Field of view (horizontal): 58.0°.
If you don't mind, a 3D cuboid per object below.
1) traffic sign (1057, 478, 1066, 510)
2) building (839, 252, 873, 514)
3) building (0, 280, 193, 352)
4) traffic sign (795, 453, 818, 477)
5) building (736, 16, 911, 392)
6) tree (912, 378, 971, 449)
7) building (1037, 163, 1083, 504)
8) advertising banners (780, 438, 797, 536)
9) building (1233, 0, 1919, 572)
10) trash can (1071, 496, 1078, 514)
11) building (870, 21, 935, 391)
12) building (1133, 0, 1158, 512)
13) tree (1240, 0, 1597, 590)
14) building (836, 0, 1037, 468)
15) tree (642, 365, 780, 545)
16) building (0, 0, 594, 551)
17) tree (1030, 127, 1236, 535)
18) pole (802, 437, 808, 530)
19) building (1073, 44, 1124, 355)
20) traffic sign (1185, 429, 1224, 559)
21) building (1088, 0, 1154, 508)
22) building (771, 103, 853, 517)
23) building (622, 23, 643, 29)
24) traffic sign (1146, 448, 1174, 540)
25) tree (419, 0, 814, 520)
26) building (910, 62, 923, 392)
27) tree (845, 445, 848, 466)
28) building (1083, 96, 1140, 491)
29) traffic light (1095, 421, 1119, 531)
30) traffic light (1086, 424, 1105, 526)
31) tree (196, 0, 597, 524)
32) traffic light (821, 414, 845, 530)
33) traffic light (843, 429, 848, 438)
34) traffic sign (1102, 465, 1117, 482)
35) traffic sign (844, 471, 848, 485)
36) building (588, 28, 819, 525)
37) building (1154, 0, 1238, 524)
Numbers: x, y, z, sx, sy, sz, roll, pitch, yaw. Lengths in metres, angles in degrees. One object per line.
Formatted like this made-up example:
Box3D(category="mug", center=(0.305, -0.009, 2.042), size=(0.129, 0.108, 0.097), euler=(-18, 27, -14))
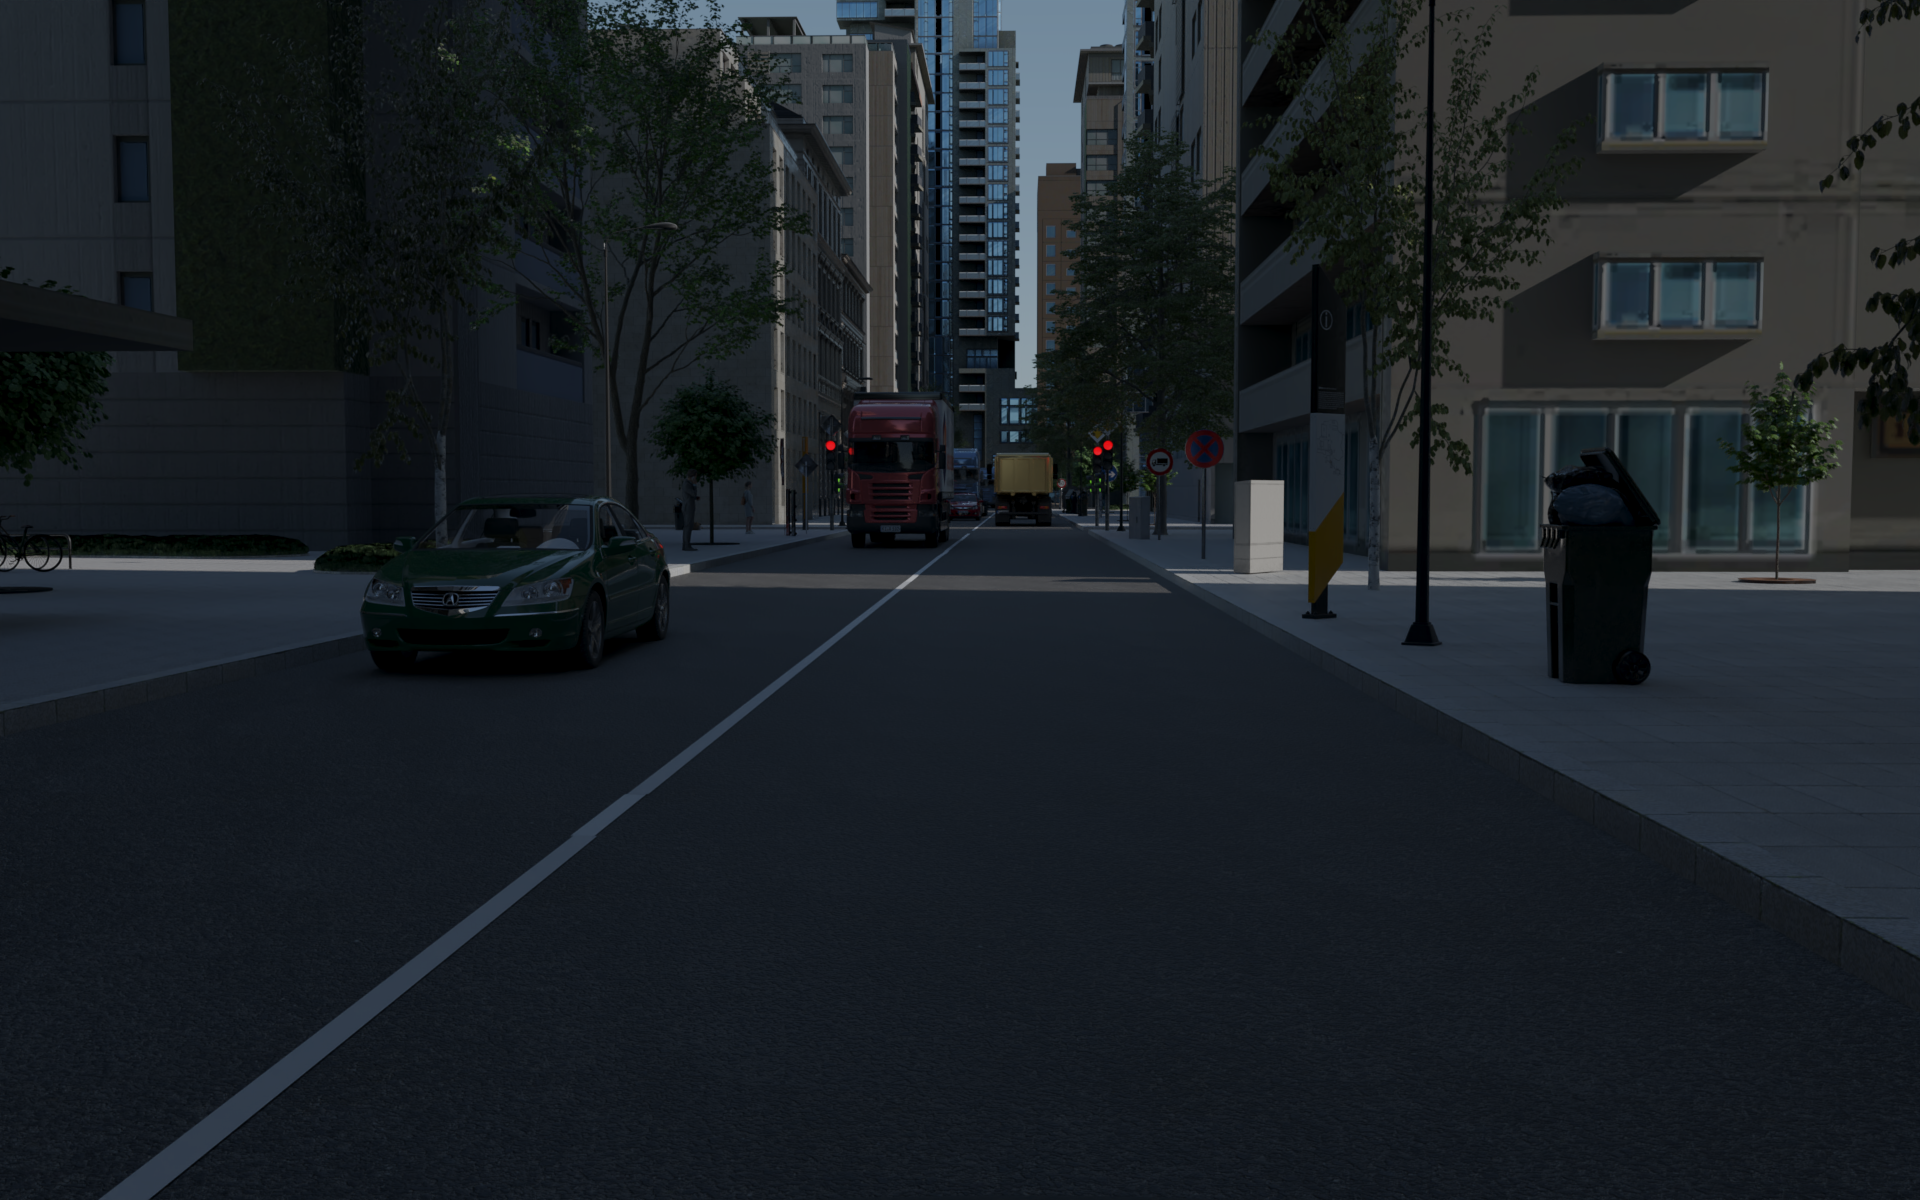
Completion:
Box3D(category="traffic sign", center=(8.305, -8.665, 141.779), size=(0.768, 2.556, 0.104), euler=(0, 4, 4))
Box3D(category="building", center=(-11.988, -15.517, 118.333), size=(10.561, 19.102, 19.286), euler=(0, 4, 2))
Box3D(category="building", center=(-21.920, -25.349, 3.692), size=(28.713, 52.752, 27.495), euler=(0, 4, 2))
Box3D(category="traffic sign", center=(-4.973, -3.436, 55.914), size=(0.795, 2.593, 0.064), euler=(1, 4, 12))
Box3D(category="building", center=(-11.697, -28.617, 151.485), size=(14.154, 41.232, 14.086), euler=(0, 4, 2))
Box3D(category="tree", center=(-2.457, -12.434, 137.705), size=(7.601, 10.594, 8.767), euler=(-2, 4, -33))
Box3D(category="building", center=(17.655, -35.894, 236.984), size=(14.200, 45.320, 14.600), euler=(0, 4, 2))
Box3D(category="advertising banners", center=(-5.308, -3.501, 53.430), size=(0.090, 3.025, 2.074), euler=(-1, 4, -18))
Box3D(category="building", center=(18.096, -25.298, 37.317), size=(21.300, 48.544, 21.600), euler=(0, 4, 2))
Box3D(category="trash can", center=(7.473, -6.054, 110.644), size=(0.748, 1.137, 0.748), euler=(0, 3, 0))
Box3D(category="building", center=(-17.326, -37.541, 203.032), size=(27.495, 52.752, 28.713), euler=(0, 4, 2))
Box3D(category="building", center=(23.357, -28.318, 117.619), size=(22.147, 44.769, 28.867), euler=(0, 4, 2))
Box3D(category="tree", center=(5.700, -4.427, 22.738), size=(4.737, 8.622, 4.395), euler=(0, 3, 0))
Box3D(category="building", center=(-4.805, -56.729, 240.189), size=(31.000, 86.520, 22.319), euler=(0, 4, 2))
Box3D(category="tree", center=(-6.404, -3.689, 44.027), size=(4.285, 4.588, 4.351), euler=(0, 3, 0))
Box3D(category="building", center=(-25.383, -30.914, 47.450), size=(28.212, 58.520, 21.231), euler=(0, 4, 2))
Box3D(category="tree", center=(6.248, -8.353, 54.698), size=(7.486, 12.596, 7.792), euler=(0, 3, 0))
Box3D(category="pole", center=(-5.503, -4.143, 61.584), size=(0.158, 3.312, 0.155), euler=(0, 3, 0))
Box3D(category="building", center=(27.879, -37.467, 201.827), size=(28.713, 52.752, 27.495), euler=(0, 4, 2))
Box3D(category="traffic sign", center=(4.813, -2.083, 34.157), size=(0.768, 2.556, 0.104), euler=(0, 4, 6))
Box3D(category="building", center=(23.597, -51.645, 157.059), size=(22.319, 86.520, 31.000), euler=(0, 4, 2))
Box3D(category="building", center=(-12.514, -16.499, 98.629), size=(11.050, 23.489, 19.941), euler=(0, 4, 2))
Box3D(category="building", center=(-44.820, -37.571, 203.525), size=(27.495, 52.752, 28.713), euler=(0, 4, 2))
Box3D(category="traffic sign", center=(5.540, -2.934, 48.082), size=(0.768, 2.556, 0.104), euler=(0, 4, 3))
Box3D(category="tree", center=(-6.819, -6.690, 35.136), size=(9.928, 11.665, 9.643), euler=(0, 3, 0))
Box3D(category="building", center=(-15.133, -31.758, 173.875), size=(22.147, 44.769, 28.867), euler=(0, 4, 2))
Box3D(category="tree", center=(-4.358, -6.340, 87.364), size=(4.285, 4.588, 4.351), euler=(0, 3, 0))
Box3D(category="building", center=(19.911, -30.429, 181.104), size=(14.154, 41.232, 14.086), euler=(0, 4, 2))
Box3D(category="traffic light", center=(5.152, -4.392, 60.730), size=(0.839, 4.253, 0.868), euler=(0, 4, 2))
Box3D(category="traffic light", center=(5.425, -4.880, 68.711), size=(0.839, 4.253, 0.868), euler=(0, 4, 2))
Box3D(category="tree", center=(-6.695, -4.340, 21.319), size=(4.360, 8.622, 3.978), euler=(0, 3, 0))
Box3D(category="traffic light", center=(-4.504, -4.411, 61.044), size=(0.839, 4.253, 0.868), euler=(0, 4, 2))
Box3D(category="traffic light", center=(-4.231, -4.899, 69.024), size=(0.839, 4.253, 0.868), euler=(0, 4, 2))
Box3D(category="traffic sign", center=(6.228, -4.449, 72.845), size=(0.768, 2.556, 0.104), euler=(0, 4, 6))
Box3D(category="traffic sign", center=(-4.869, -4.602, 77.377), size=(0.606, 2.300, 0.079), euler=(0, 4, 5))
Box3D(category="building", center=(-12.705, -13.776, 79.988), size=(10.420, 20.320, 16.860), euler=(0, 4, 2))
Box3D(category="building", center=(23.348, -30.211, 83.181), size=(27.495, 52.752, 28.713), euler=(0, 4, 2))
